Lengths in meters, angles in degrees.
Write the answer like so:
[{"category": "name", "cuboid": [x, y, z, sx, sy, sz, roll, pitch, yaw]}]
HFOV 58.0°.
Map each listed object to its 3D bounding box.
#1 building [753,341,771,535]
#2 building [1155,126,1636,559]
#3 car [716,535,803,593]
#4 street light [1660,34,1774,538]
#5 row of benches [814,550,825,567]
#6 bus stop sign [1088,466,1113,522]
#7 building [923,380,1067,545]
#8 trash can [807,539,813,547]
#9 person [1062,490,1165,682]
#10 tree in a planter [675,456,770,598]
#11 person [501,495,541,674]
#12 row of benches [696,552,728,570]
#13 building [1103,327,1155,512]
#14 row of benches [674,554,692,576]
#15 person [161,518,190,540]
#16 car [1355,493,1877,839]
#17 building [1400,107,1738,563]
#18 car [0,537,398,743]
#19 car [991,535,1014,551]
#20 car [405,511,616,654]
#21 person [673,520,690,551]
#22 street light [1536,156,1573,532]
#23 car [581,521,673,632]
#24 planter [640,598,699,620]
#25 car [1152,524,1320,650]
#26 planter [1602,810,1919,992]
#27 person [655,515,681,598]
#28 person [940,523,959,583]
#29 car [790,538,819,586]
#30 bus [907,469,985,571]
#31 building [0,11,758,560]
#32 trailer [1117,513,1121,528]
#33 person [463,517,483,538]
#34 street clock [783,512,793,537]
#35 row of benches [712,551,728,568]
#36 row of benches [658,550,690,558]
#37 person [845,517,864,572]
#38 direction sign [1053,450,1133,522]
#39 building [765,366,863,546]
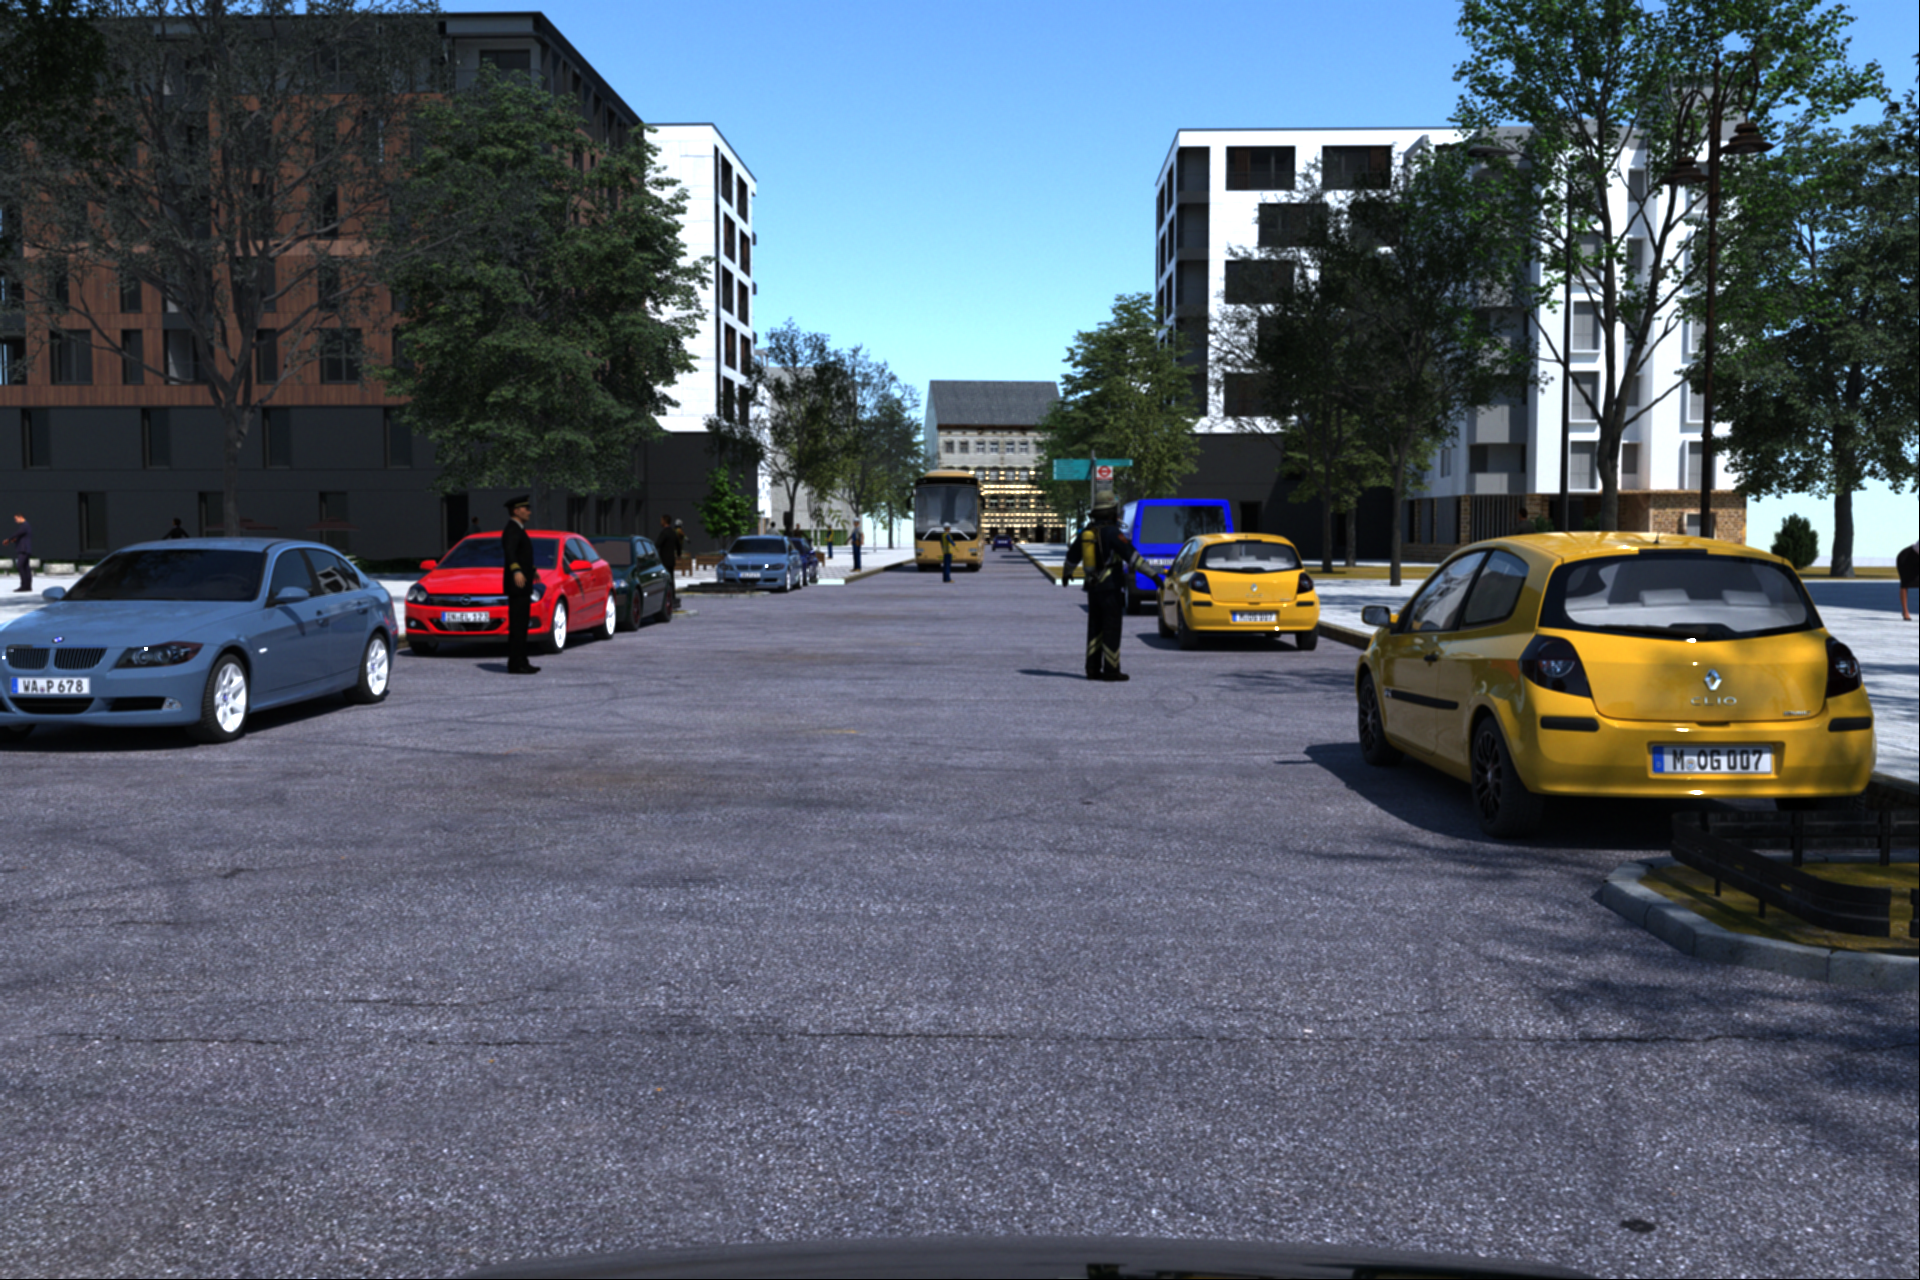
[{"category": "building", "cuboid": [-24.973, -18.968, 166.544, 16.016, 20.090, 11.380, 0, 4, 2]}, {"category": "building", "cuboid": [25.424, -15.878, 103.577, 27.936, 21.610, 32.646, 0, 4, 2]}, {"category": "car", "cuboid": [-5.005, -1.940, 43.729, 2.014, 1.417, 4.499, 0, 4, 1]}, {"category": "street light", "cuboid": [7.224, -2.686, 16.701, 0.468, 5.910, 1.993, 0, 4, 1]}, {"category": "row of benches", "cuboid": [-7.154, -3.274, 68.987, 4.104, 0.672, 1.422, 2, 4, 27]}, {"category": "bus stop sign", "cuboid": [4.936, -4.416, 60.911, 0.855, 3.939, 0.416, 0, 4, 1]}, {"category": "building", "cuboid": [4.692, -25.263, 246.434, 18.063, 23.208, 19.493, 0, 4, -7]}, {"category": "trash can", "cuboid": [-4.931, -2.592, 54.031, 0.748, 1.137, 0.748, 0, 3, 0]}, {"category": "person", "cuboid": [1.435, -0.533, 16.952, 0.705, 1.856, 1.354, -3, 5, -41]}, {"category": "tree in a planter", "cuboid": [-5.421, -2.599, 39.709, 1.991, 3.239, 1.994, 0, 4, 2]}, {"category": "person", "cuboid": [-4.519, -0.579, 17.857, 0.705, 1.837, 1.347, 0, 4, -7]}, {"category": "row of benches", "cuboid": [-7.310, -2.772, 60.790, 4.104, 0.672, 1.422, 1, 4, 21]}, {"category": "building", "cuboid": [29.130, -20.963, 186.720, 27.936, 21.610, 32.646, 0, 4, 1]}, {"category": "row of benches", "cuboid": [-10.089, -2.305, 53.153, 4.104, 0.672, 1.422, 1, 4, 14]}, {"category": "person", "cuboid": [-22.754, -2.659, 50.193, 0.721, 1.740, 1.216, 1, 4, 22]}, {"category": "car", "cuboid": [3.349, 0.040, 9.565, 2.015, 1.641, 3.980, 0, 4, 1]}, {"category": "building", "cuboid": [26.531, -13.877, 83.315, 16.016, 20.090, 11.380, 0, 4, 2]}, {"category": "car", "cuboid": [-5.823, -0.086, 13.412, 2.014, 1.417, 4.499, 0, 4, 2]}, {"category": "car", "cuboid": [3.583, -8.206, 146.753, 1.945, 1.354, 3.894, 0, 4, 0]}, {"category": "car", "cuboid": [-5.637, -0.795, 22.036, 2.155, 1.783, 4.494, 0, 4, 1]}, {"category": "person", "cuboid": [-11.147, -3.852, 68.747, 0.705, 1.858, 1.354, -3, 5, -41]}, {"category": "street light", "cuboid": [7.846, -2.955, 20.859, 1.470, 5.913, 1.316, 0, 4, 1]}, {"category": "car", "cuboid": [-5.576, -1.034, 26.700, 2.009, 1.686, 4.222, 0, 4, 1]}, {"category": "planter", "cuboid": [-5.593, -0.542, 29.995, 1.991, 0.319, 1.994, 0, 4, 1]}, {"category": "car", "cuboid": [3.579, -0.768, 22.778, 2.015, 1.641, 3.980, 0, 4, 1]}, {"category": "planter", "cuboid": [3.484, 0.906, 6.327, 1.991, 0.319, 1.994, 0, 4, 1]}, {"category": "person", "cuboid": [-5.686, -1.515, 33.459, 0.704, 1.802, 1.346, 1, 4, 20]}, {"category": "person", "cuboid": [-0.301, -2.590, 51.264, 0.721, 1.772, 1.216, -1, 4, -22]}, {"category": "car", "cuboid": [-5.011, -2.223, 48.930, 1.945, 1.354, 3.894, 0, 4, 1]}, {"category": "bus", "cuboid": [-0.344, -4.774, 69.594, 2.896, 3.916, 12.252, 0, 4, 2]}, {"category": "building", "cuboid": [-26.277, -14.731, 84.824, 27.936, 21.610, 32.646, 0, 4, 2]}, {"category": "trailer", "cuboid": [4.376, -2.612, 49.759, 1.471, 1.999, 3.904, 0, 4, 2]}, {"category": "person", "cuboid": [-14.384, -2.766, 51.497, 1.348, 1.796, 0.705, 2, 4, 32]}, {"category": "street clock", "cuboid": [-5.558, -3.138, 55.884, 0.358, 2.002, 0.471, 0, 4, 2]}, {"category": "row of benches", "cuboid": [-7.607, -3.020, 64.842, 4.104, 0.672, 1.422, 2, 4, 31]}, {"category": "row of benches", "cuboid": [-12.126, -3.120, 66.476, 4.104, 0.672, 1.422, -3, 5, -40]}, {"category": "person", "cuboid": [-3.549, -3.257, 59.105, 0.705, 1.847, 1.347, -2, 4, -30]}, {"category": "direction sign", "cuboid": [4.222, -4.023, 54.532, 2.525, 3.948, 1.411, 0, 3, 0]}, {"category": "building", "cuboid": [-20.666, -20.314, 198.597, 16.747, 18.905, 31.486, 0, 4, 1]}]
